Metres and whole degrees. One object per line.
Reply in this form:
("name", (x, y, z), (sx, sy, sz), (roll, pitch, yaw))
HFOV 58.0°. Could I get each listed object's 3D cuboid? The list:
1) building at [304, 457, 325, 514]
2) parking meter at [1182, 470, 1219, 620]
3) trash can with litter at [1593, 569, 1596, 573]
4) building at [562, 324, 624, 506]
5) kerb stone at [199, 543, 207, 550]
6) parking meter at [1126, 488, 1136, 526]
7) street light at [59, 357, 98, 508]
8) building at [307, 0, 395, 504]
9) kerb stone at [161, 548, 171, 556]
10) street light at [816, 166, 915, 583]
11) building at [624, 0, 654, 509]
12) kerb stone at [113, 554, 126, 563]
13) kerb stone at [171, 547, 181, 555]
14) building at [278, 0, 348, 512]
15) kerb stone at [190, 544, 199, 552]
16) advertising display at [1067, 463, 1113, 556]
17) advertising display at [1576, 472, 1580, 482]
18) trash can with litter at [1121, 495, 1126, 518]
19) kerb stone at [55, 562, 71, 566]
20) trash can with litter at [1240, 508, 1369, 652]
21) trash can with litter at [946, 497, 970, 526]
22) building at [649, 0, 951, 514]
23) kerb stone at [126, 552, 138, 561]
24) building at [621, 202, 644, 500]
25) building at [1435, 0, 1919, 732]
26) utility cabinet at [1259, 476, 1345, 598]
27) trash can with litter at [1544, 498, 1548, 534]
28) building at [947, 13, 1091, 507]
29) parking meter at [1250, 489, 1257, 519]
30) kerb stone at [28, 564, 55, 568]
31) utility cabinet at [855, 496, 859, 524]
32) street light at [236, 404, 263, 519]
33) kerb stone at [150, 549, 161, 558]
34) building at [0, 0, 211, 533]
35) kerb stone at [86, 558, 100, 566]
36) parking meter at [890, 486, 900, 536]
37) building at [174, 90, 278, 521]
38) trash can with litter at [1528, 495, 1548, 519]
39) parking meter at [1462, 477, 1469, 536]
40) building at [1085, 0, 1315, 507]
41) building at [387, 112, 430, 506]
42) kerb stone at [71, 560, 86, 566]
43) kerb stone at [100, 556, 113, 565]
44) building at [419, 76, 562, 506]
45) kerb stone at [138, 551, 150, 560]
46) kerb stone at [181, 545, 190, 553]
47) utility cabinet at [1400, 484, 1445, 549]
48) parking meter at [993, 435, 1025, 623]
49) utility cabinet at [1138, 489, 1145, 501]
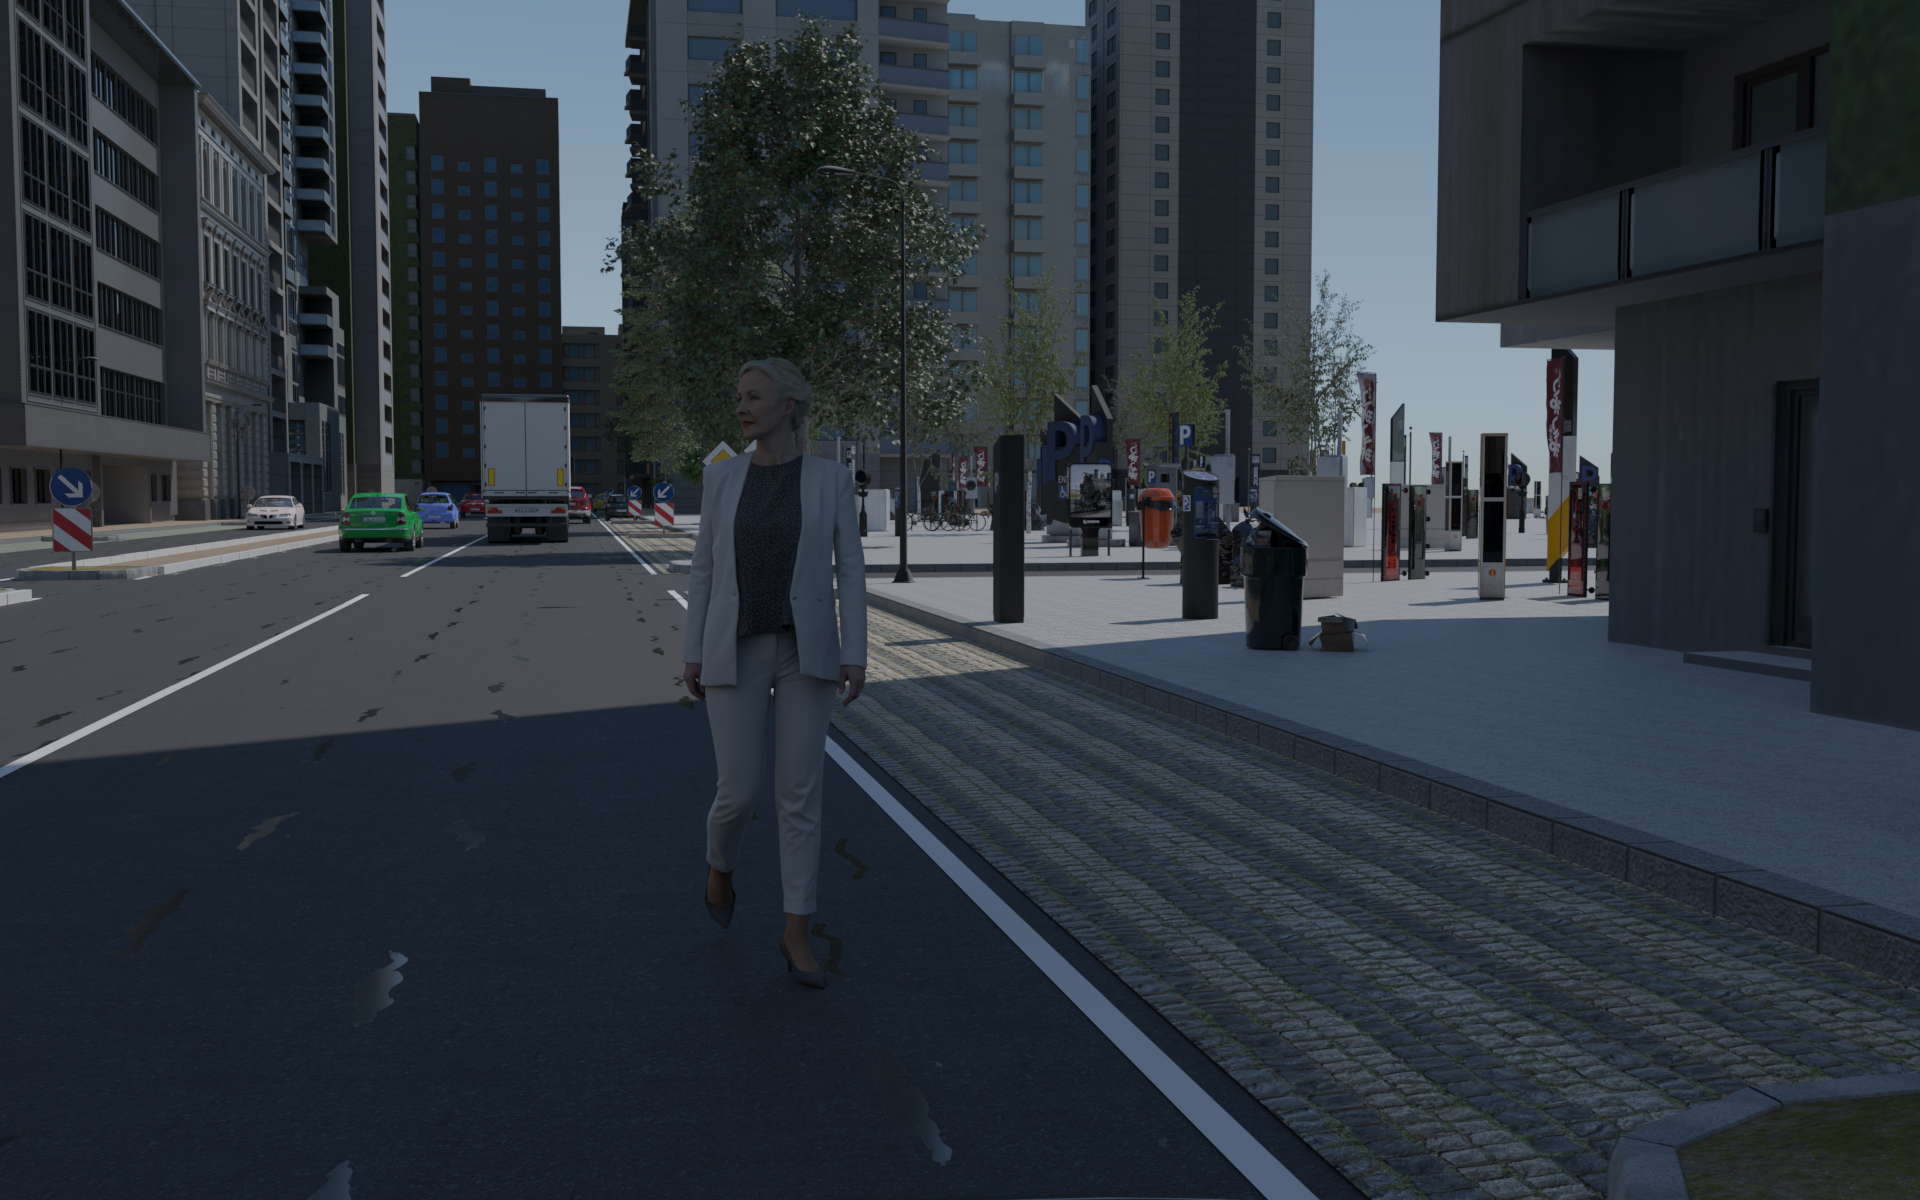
("building", (-51.819, -40.964, 108.011), (20.563, 71.187, 20.611), (-1, 4, -13))
("parking meter", (2.478, -0.576, 17.832), (0.372, 1.533, 0.369), (0, 3, 0))
("trash can with litter", (10.276, -0.918, 26.397), (1.055, 1.170, 0.624), (0, 4, 0))
("building", (-31.759, -21.913, 203.313), (28.899, 21.520, 27.650), (-1, 4, -13))
("kerb stone", (-19.297, -1.326, 43.875), (0.120, 0.150, 1.000), (-1, 4, -13))
("parking meter", (6.771, -3.685, 68.655), (0.372, 1.533, 0.369), (0, 3, 0))
("street light", (-29.901, -5.270, 58.708), (1.470, 5.913, 1.316), (-1, 4, -13))
("building", (-68.434, -37.899, 161.650), (28.212, 58.520, 21.231), (-1, 4, -13))
("kerb stone", (-18.401, -1.081, 39.871), (0.120, 0.150, 1.000), (-1, 4, -13))
("street light", (-1.348, -3.197, 24.813), (1.470, 5.913, 1.316), (-1, 4, -13))
("building", (-18.149, -30.507, 153.416), (22.147, 44.769, 28.867), (-1, 4, -13))
("kerb stone", (-17.502, -0.825, 35.842), (0.120, 0.150, 1.000), (-1, 4, -13))
("kerb stone", (-18.630, -1.141, 40.868), (0.120, 0.150, 1.000), (-1, 4, -13))
("building", (-59.307, -50.128, 132.265), (22.319, 86.520, 31.000), (-1, 4, -13))
("kerb stone", (-19.082, -1.265, 42.876), (0.120, 0.150, 1.000), (-1, 4, -13))
("advertising display", (2.679, -1.868, 35.752), (0.974, 1.923, 0.123), (-1, 4, -17))
("advertising display", (17.312, -2.710, 49.521), (0.974, 1.923, 0.123), (-2, 4, -29))
("trash can with litter", (9.270, -5.029, 93.283), (2.233, 1.210, 1.678), (1, 4, 9))
("kerb stone", (-16.606, -0.590, 31.848), (0.120, 0.150, 1.000), (-1, 4, -13))
("trash can with litter", (2.845, -0.180, 14.332), (1.055, 1.170, 0.624), (1, 4, 14))
("trash can with litter", (-0.034, -3.608, 70.374), (1.055, 1.170, 0.624), (2, 4, 31))
("building", (-11.756, -35.662, 125.080), (21.231, 58.520, 28.212), (-1, 4, -13))
("kerb stone", (-17.729, -0.897, 36.854), (0.120, 0.150, 1.000), (-1, 4, -13))
("building", (-26.944, -24.645, 174.642), (14.160, 30.474, 14.107), (-1, 4, -13))
("building", (11.470, -20.092, 12.093), (14.154, 41.232, 14.086), (-1, 4, -13))
("utility cabinet", (4.167, -0.764, 21.175), (1.173, 1.500, 0.318), (-2, 4, -34))
("trash can with litter", (19.203, -2.683, 55.250), (1.055, 1.170, 0.624), (2, 4, 33))
("building", (-1.921, -34.009, 175.655), (30.456, 49.044, 23.786), (-1, 4, -13))
("parking meter", (15.314, -5.011, 90.346), (0.372, 1.533, 0.369), (0, 3, 0))
("kerb stone", (-16.387, -0.526, 30.850), (0.120, 0.150, 1.000), (-1, 4, -13))
("utility cabinet", (-4.233, -3.499, 68.375), (0.306, 1.237, 1.020), (-1, 4, -20))
("street light", (-36.558, -7.129, 89.099), (1.470, 5.913, 1.316), (-1, 4, -13))
("kerb stone", (-18.177, -1.014, 38.870), (0.120, 0.150, 1.000), (-1, 4, -13))
("building", (-38.984, -15.055, 65.215), (14.314, 24.678, 30.058), (-1, 4, -13))
("kerb stone", (-17.052, -0.713, 33.847), (0.120, 0.150, 1.000), (-1, 4, -13))
("parking meter", (-1.793, -2.698, 52.516), (0.372, 1.533, 0.369), (0, 3, 0))
("building", (-42.856, -15.987, 90.272), (11.050, 23.489, 19.941), (-1, 4, -13))
("trash can with litter", (30.846, -4.894, 91.070), (1.678, 1.210, 2.233), (-2, 4, -29))
("parking meter", (15.281, -2.883, 52.848), (0.255, 1.863, 0.399), (-3, 4, -36))
("building", (23.428, -45.506, 182.278), (20.611, 71.187, 20.563), (-1, 4, -13))
("building", (-65.243, -30.843, 187.872), (14.086, 41.232, 14.154), (-1, 4, -13))
("kerb stone", (-16.836, -0.648, 32.848), (0.120, 0.150, 1.000), (-1, 4, -13))
("kerb stone", (-17.284, -0.769, 34.843), (0.120, 0.150, 1.000), (-1, 4, -13))
("building", (-51.119, -33.047, 190.432), (14.200, 45.320, 14.600), (-1, 4, -13))
("kerb stone", (-17.957, -0.958, 37.864), (0.120, 0.150, 1.000), (-1, 4, -13))
("kerb stone", (-18.857, -1.204, 41.879), (0.120, 0.150, 1.000), (-1, 4, -13))
("utility cabinet", (10.710, -1.922, 40.098), (1.173, 1.500, 0.318), (0, 4, -3))
("parking meter", (0.487, -0.711, 17.342), (0.255, 1.863, 0.399), (-1, 4, -11))
("utility cabinet", (8.539, -4.188, 77.155), (1.173, 1.500, 0.318), (1, 4, 18))
